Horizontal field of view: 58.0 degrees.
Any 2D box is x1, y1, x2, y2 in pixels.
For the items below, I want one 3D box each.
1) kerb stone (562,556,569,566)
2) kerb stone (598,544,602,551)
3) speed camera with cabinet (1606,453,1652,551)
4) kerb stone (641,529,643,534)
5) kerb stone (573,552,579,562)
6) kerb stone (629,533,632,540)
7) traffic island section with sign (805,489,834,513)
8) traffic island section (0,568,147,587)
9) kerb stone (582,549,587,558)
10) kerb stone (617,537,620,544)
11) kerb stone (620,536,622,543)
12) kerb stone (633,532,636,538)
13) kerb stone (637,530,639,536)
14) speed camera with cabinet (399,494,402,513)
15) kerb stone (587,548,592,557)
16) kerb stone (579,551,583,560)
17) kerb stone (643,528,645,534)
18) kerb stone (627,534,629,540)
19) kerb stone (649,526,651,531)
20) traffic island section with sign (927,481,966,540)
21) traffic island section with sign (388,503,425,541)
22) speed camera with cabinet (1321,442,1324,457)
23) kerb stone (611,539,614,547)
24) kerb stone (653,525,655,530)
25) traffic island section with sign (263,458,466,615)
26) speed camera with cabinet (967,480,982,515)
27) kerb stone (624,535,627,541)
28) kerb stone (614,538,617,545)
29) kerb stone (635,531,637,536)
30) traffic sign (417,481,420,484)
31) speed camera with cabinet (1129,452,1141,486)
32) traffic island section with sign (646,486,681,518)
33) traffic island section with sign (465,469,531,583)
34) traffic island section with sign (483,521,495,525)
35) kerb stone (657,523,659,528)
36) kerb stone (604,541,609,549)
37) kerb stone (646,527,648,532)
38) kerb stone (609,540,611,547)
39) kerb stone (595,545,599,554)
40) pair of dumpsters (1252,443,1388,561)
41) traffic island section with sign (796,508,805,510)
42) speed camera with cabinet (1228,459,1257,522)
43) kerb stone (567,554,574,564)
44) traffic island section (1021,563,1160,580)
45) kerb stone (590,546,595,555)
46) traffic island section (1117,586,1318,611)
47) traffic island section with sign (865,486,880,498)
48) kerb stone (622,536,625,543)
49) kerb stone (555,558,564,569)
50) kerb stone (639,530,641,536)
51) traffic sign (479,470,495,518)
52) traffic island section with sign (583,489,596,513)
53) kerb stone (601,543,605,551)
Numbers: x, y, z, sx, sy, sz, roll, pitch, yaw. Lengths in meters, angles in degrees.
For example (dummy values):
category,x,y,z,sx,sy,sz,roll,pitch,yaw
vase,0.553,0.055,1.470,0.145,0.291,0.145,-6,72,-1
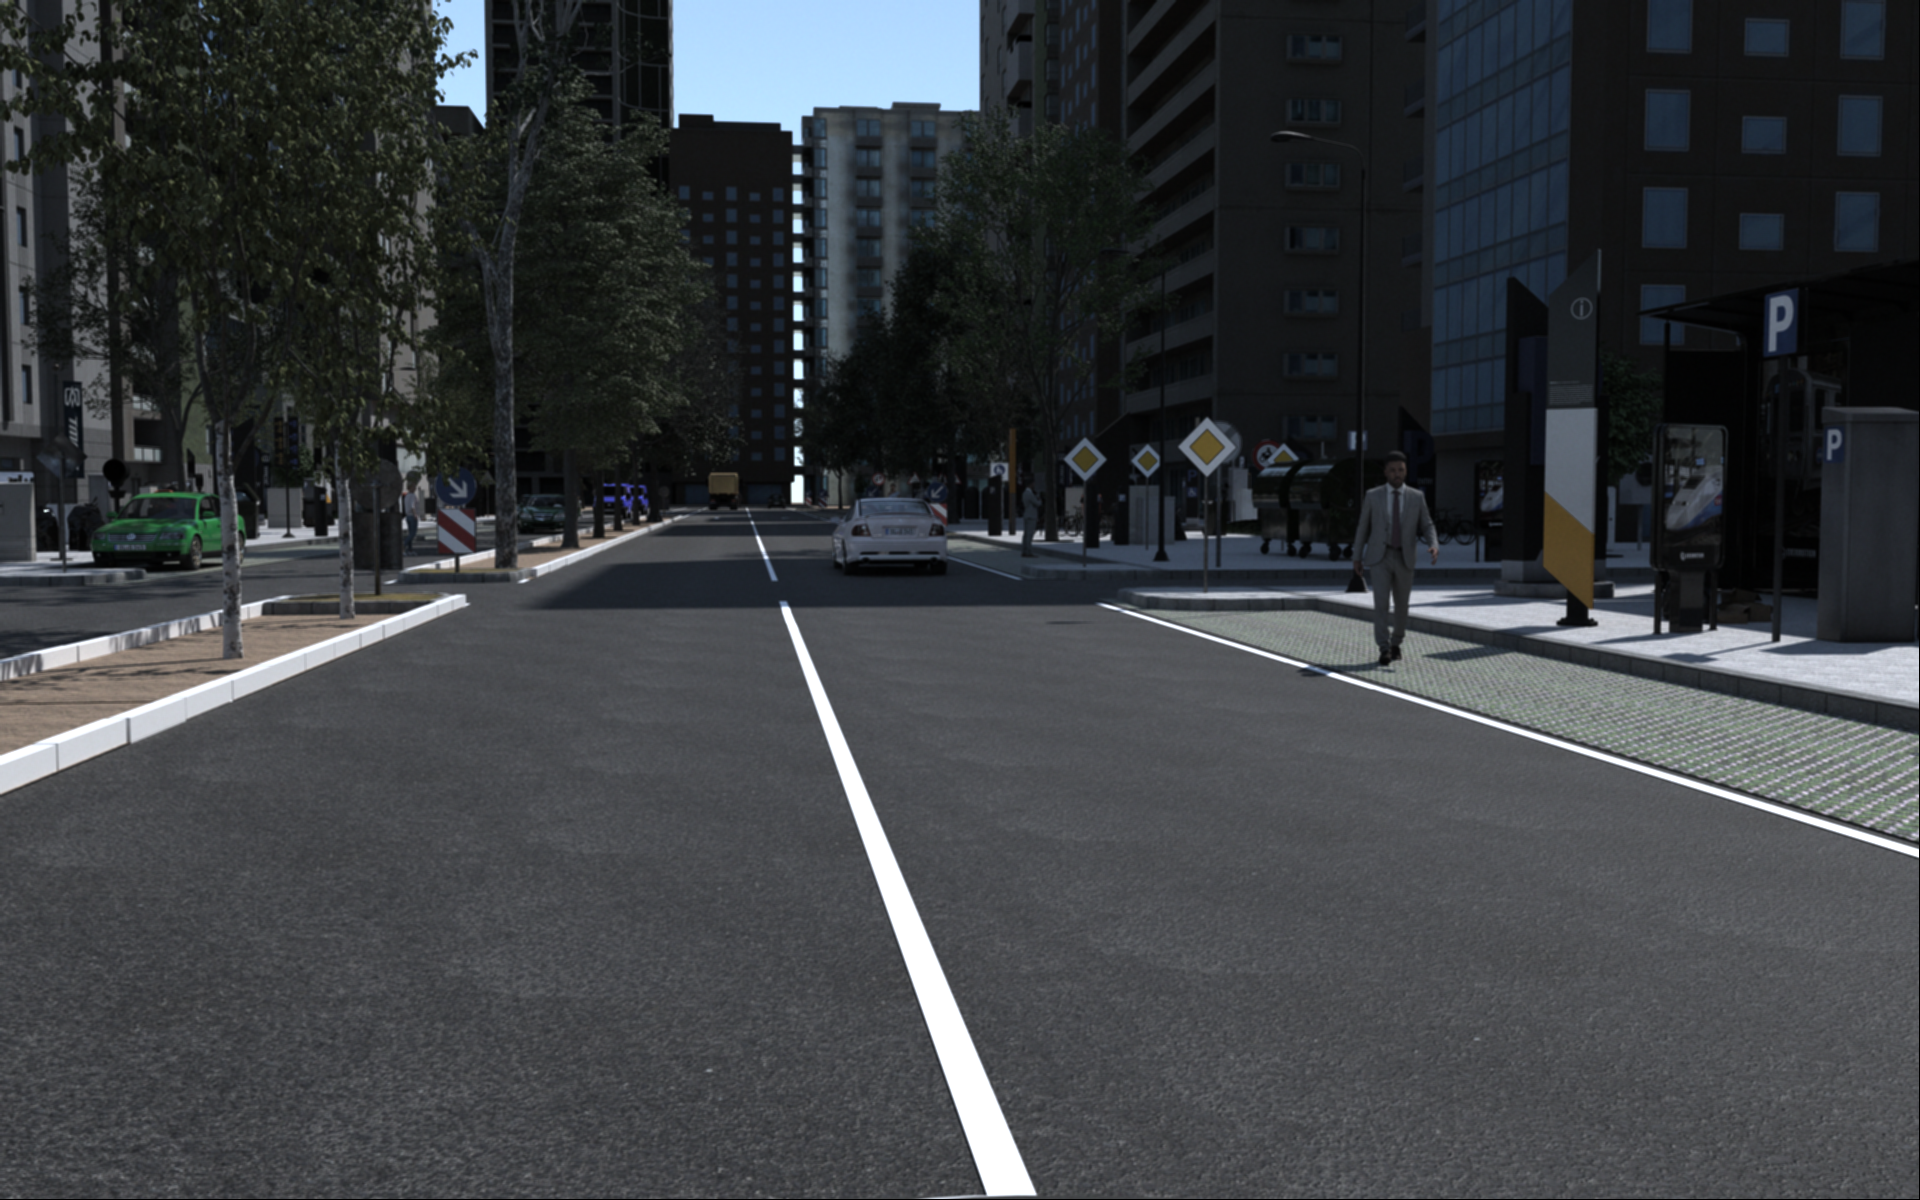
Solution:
category,x,y,z,sx,sy,sz,roll,pitch,yaw
kerb stone,-7.916,-0.742,34.323,0.120,0.150,1.000,0,4,-7
kerb stone,-8.937,-1.239,42.457,0.120,0.150,1.000,0,4,-7
speed camera with cabinet,14.644,-2.726,38.909,2.038,3.252,0.660,-1,4,-11
kerb stone,-11.121,-2.296,59.765,0.120,0.150,1.000,0,4,-7
kerb stone,-8.165,-0.865,36.363,0.120,0.150,1.000,0,4,-7
kerb stone,-10.352,-1.925,53.674,0.120,0.150,1.000,0,4,-7
traffic island section with sign,-10.575,-7.526,131.670,1.989,1.847,2.006,0,4,-7
traffic island section,-14.653,-0.368,28.304,2.009,0.180,2.903,0,4,-7
kerb stone,-8.421,-0.989,38.392,0.120,0.150,1.000,0,4,-7
kerb stone,-9.712,-1.613,48.566,0.120,0.150,1.000,0,4,-7
kerb stone,-9.843,-1.674,49.593,0.120,0.150,1.000,0,4,-7
kerb stone,-10.607,-2.049,55.704,0.120,0.150,1.000,0,4,-7
kerb stone,-10.875,-2.174,57.735,0.120,0.150,1.000,0,4,-7
speed camera with cabinet,-27.545,-5.411,82.810,0.660,3.252,2.038,1,4,17
kerb stone,-8.545,-1.053,39.406,0.120,0.150,1.000,0,4,-7
kerb stone,-8.296,-0.929,37.377,0.120,0.150,1.000,0,4,-7
kerb stone,-11.249,-2.359,60.783,0.120,0.150,1.000,0,4,-7
kerb stone,-10.230,-1.863,52.659,0.120,0.150,1.000,0,4,-7
kerb stone,-11.766,-2.609,64.845,0.120,0.150,1.000,0,4,-7
traffic island section with sign,-0.914,-2.843,55.108,1.989,1.847,2.006,0,4,-7
traffic island section with sign,-17.420,-2.699,52.754,1.989,1.847,2.006,0,4,-7
speed camera with cabinet,14.384,-4.405,66.365,2.038,3.252,0.660,-1,4,-19
kerb stone,-9.455,-1.488,46.531,0.120,0.150,1.000,0,4,-7
kerb stone,-12.145,-2.795,67.899,0.120,0.150,1.000,0,4,-7
traffic island section with sign,-7.340,-0.812,21.412,2.006,1.907,1.989,0,4,-7
speed camera with cabinet,0.789,-6.831,106.025,2.038,3.252,0.660,-1,4,-18
kerb stone,-10.090,-1.799,51.626,0.120,0.150,1.000,0,4,-7
kerb stone,-9.587,-1.551,47.552,0.120,0.150,1.000,0,4,-7
kerb stone,-10.742,-2.112,56.721,0.120,0.150,1.000,0,4,-7
traffic sign,-29.498,-5.712,93.504,0.768,2.556,0.104,0,4,-4
speed camera with cabinet,7.384,-5.290,80.829,2.038,3.252,0.660,2,4,26
traffic island section with sign,-17.684,-5.821,103.310,2.006,1.907,1.989,0,4,-7
traffic island section with sign,-8.258,-1.262,28.762,2.006,1.907,1.989,0,4,-7
traffic island section with sign,-20.852,-4.357,79.869,1.989,1.847,2.006,0,4,-7
kerb stone,-12.535,-2.979,70.947,0.120,0.150,1.000,0,4,-7
kerb stone,-9.190,-1.364,44.494,0.120,0.150,1.000,0,4,-7
kerb stone,-11.510,-2.484,62.812,0.120,0.150,1.000,0,4,-7
kerb stone,-9.325,-1.423,45.517,0.120,0.150,1.000,0,4,-7
kerb stone,-8.807,-1.177,41.434,0.120,0.150,1.000,0,4,-7
pair of dumpsters,7.290,-1.988,35.004,1.574,2.255,4.437,0,4,-7
traffic island section with sign,-14.097,-9.222,159.408,1.989,1.847,2.006,0,4,-7
speed camera with cabinet,9.770,-4.003,59.780,0.660,3.252,2.038,0,4,-4
kerb stone,-8.035,-0.804,35.342,0.120,0.150,1.000,0,4,-7
traffic island section,2.205,-0.498,30.421,2.009,0.180,2.903,0,4,-7
kerb stone,-8.678,-1.115,40.420,0.120,0.150,1.000,0,4,-7
traffic island section,3.206,-0.013,22.498,2.009,0.180,2.903,0,4,-7
traffic island section with sign,-4.291,-4.479,81.852,1.989,1.847,2.006,0,4,-7
kerb stone,-9.969,-1.738,50.607,0.120,0.150,1.000,0,4,-7
kerb stone,-7.781,-0.680,33.310,0.120,0.150,1.000,0,4,-7
kerb stone,-11.001,-2.236,58.750,0.120,0.150,1.000,0,4,-7
traffic sign,-25.416,-5.699,93.190,0.884,2.594,0.081,0,4,-6
traffic island section with sign,-27.090,-7.386,129.394,1.989,1.847,2.006,0,4,-7
kerb stone,-9.070,-1.302,43.479,0.120,0.150,1.000,0,4,-7
